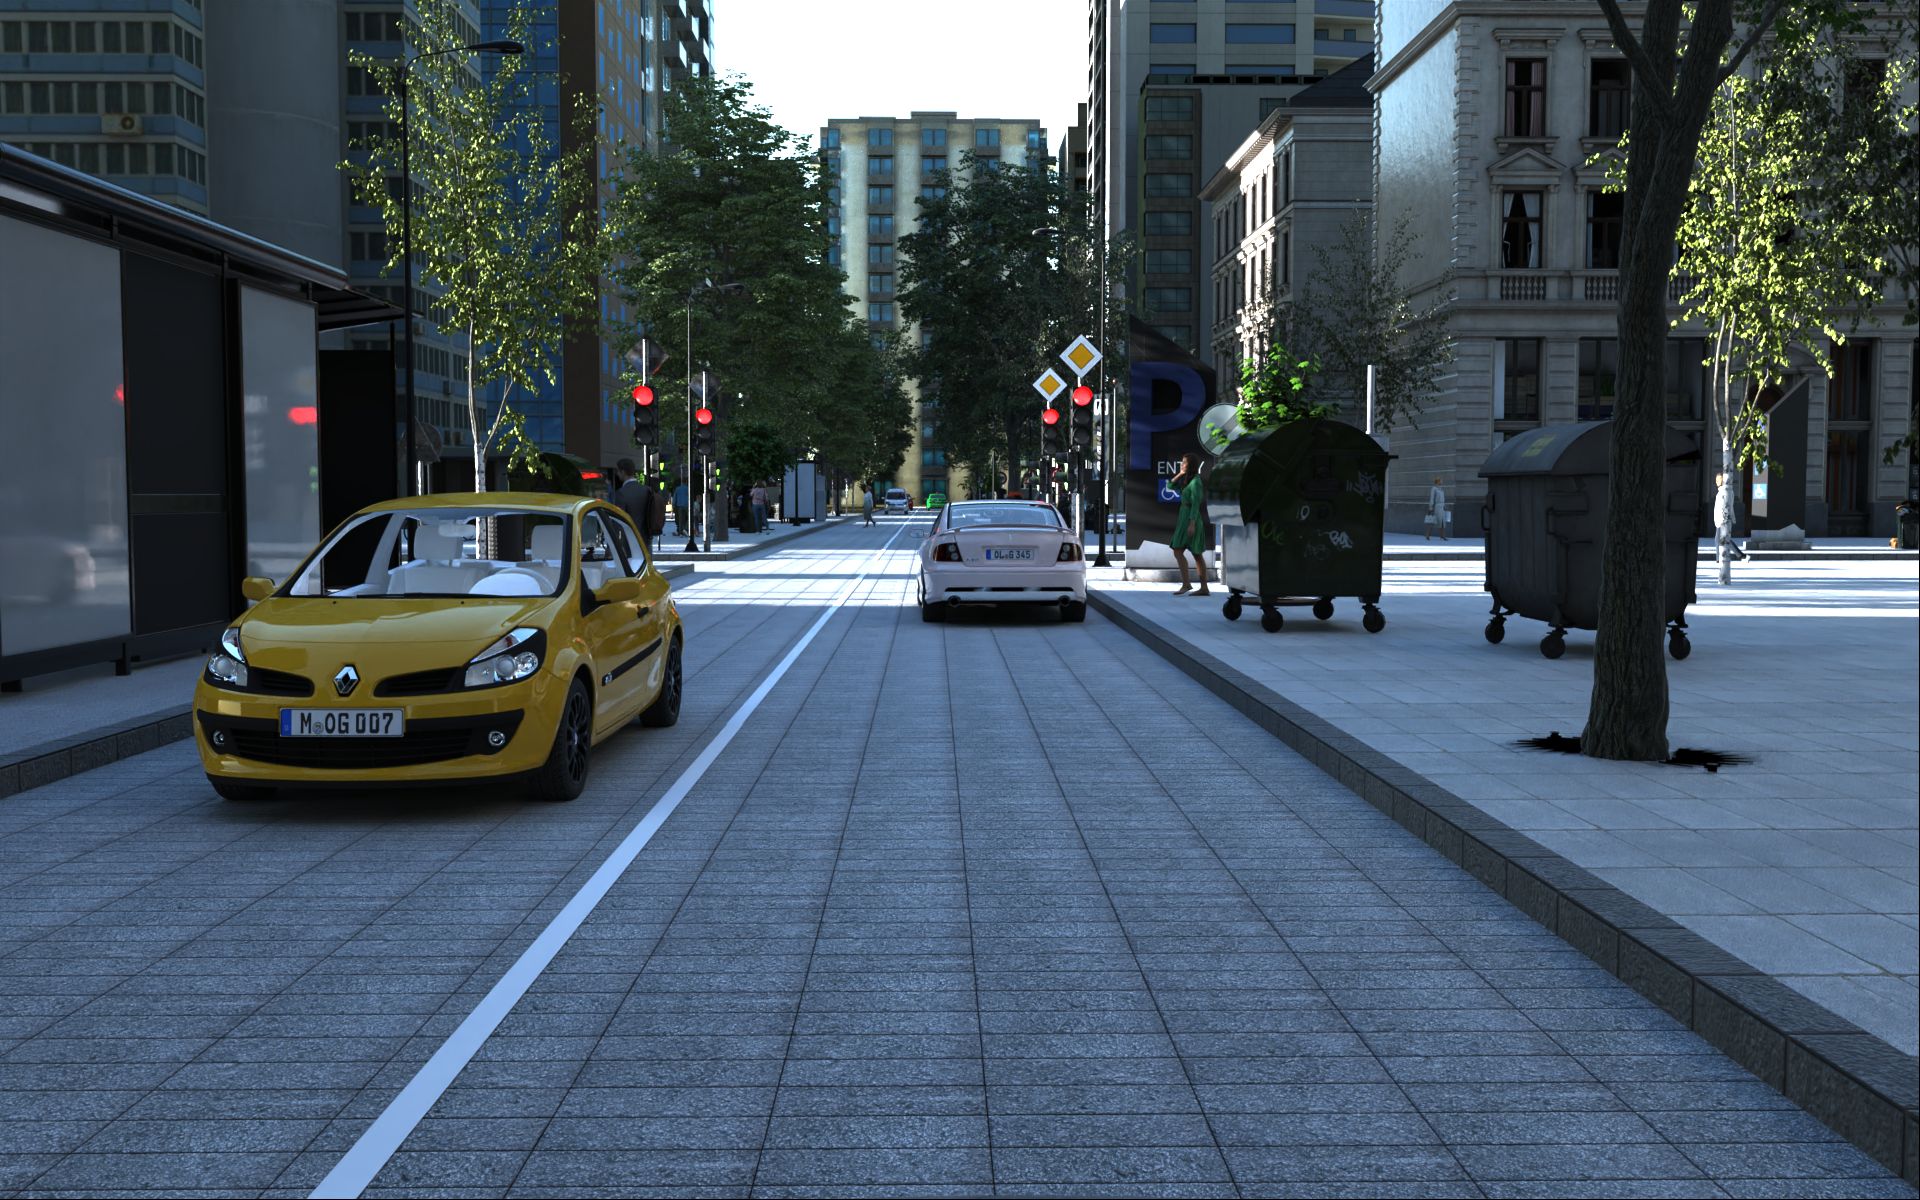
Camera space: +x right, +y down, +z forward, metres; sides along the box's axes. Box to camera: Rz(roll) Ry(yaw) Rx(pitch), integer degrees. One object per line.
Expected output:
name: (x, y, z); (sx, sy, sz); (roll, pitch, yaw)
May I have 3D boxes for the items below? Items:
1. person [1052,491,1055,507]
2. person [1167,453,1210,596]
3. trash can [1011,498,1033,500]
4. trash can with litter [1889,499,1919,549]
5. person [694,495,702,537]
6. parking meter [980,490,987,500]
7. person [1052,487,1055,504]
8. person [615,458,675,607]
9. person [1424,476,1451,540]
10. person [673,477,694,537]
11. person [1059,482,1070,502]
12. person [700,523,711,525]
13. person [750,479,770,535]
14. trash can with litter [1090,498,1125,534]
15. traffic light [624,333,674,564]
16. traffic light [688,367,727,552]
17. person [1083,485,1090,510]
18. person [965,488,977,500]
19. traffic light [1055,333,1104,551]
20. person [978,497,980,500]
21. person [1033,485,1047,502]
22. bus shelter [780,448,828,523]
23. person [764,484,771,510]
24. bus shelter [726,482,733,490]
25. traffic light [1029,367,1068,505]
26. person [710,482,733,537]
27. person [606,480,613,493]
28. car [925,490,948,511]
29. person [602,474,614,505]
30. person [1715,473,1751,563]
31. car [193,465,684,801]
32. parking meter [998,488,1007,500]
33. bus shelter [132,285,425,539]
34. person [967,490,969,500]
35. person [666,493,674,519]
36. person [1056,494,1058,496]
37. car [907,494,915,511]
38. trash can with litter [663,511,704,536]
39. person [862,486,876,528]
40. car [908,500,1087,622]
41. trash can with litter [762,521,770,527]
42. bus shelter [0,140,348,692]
person: (4.965, -5.392, 94.552); (0.624, 1.780, 0.694); (-1, 4, -13)
person: (2.907, -0.943, 21.715); (0.529, 1.795, 0.600); (-1, 4, -13)
trash can: (2.121, -2.914, 59.299); (0.748, 1.137, 0.748); (0, 3, 0)
trash can with litter: (22.053, -1.781, 40.513); (0.624, 1.170, 1.055); (0, 4, 6)
person: (-7.869, -2.514, 51.832); (0.352, 1.250, 0.332); (1, 4, 14)
parking meter: (1.301, -5.344, 95.782); (0.372, 1.533, 0.369); (0, 3, 0)
person: (6.828, -7.418, 127.282); (0.705, 1.831, 1.348); (0, 4, 5)
person: (-3.615, -0.662, 19.282); (0.822, 1.834, 0.622); (1, 4, 23)
person: (13.216, -2.542, 47.961); (0.694, 1.780, 0.624); (-2, 4, -32)
person: (-8.151, -2.733, 51.073); (0.601, 1.785, 0.444); (1, 4, 11)
person: (4.451, -4.179, 74.348); (0.573, 1.828, 0.580); (-3, 5, -44)
person: (-10.341, -3.967, 70.995); (0.635, 1.810, 0.391); (0, 4, 3)
person: (-6.267, -2.937, 54.657); (0.593, 1.750, 0.643); (-2, 4, -26)
trash can with litter: (4.743, -2.711, 55.714); (1.055, 1.170, 0.624); (-1, 4, -14)
traffic light: (-5.457, -2.532, 30.321); (0.839, 4.253, 0.868); (0, 4, -1)
traffic light: (-5.590, -3.020, 38.305); (0.839, 4.253, 0.868); (0, 4, -1)
person: (7.528, -6.006, 104.223); (0.713, 1.824, 0.794); (1, 4, 23)
person: (0.906, -8.611, 146.847); (1.348, 1.821, 0.705); (2, 4, 35)
traffic light: (2.103, -2.541, 30.462); (0.839, 4.253, 0.868); (0, 4, -1)
person: (1.601, -7.062, 124.736); (0.421, 1.427, 0.697); (-2, 4, -29)
person: (2.743, -3.135, 57.420); (0.709, 1.813, 0.853); (-3, 5, -41)
bus shelter: (-7.103, -5.141, 77.981); (2.014, 3.302, 5.546); (0, 4, -1)
person: (-9.674, -4.834, 85.257); (0.728, 1.800, 0.709); (3, 5, 40)
bus shelter: (-9.755, -5.263, 79.977); (2.014, 3.302, 5.546); (0, 4, -1)
traffic light: (1.970, -3.029, 38.446); (0.839, 4.253, 0.868); (0, 4, -1)
person: (-7.072, -2.716, 51.280); (0.643, 1.720, 0.563); (2, 4, 27)
person: (-13.541, -3.666, 65.965); (0.580, 1.828, 0.573); (-2, 4, -30)
car: (-1.945, -8.436, 146.718); (1.959, 1.807, 4.718); (0, 4, -2)
person: (-9.442, -2.447, 46.076); (0.581, 1.822, 0.654); (-1, 4, -21)
person: (14.736, -1.519, 33.182); (0.795, 1.843, 0.661); (1, 4, 22)
car: (-2.611, 0.055, 9.320); (2.015, 1.641, 3.980); (0, 4, 1)
parking meter: (1.727, -3.814, 70.764); (0.372, 1.533, 0.369); (0, 3, 0)
bus shelter: (-7.737, -1.723, 19.456); (1.731, 3.624, 6.357); (0, 4, -1)
person: (0.812, -10.251, 174.089); (0.568, 1.767, 0.683); (2, 4, 34)
person: (-14.302, -5.032, 88.530); (1.509, 1.804, 0.699); (-2, 4, -26)
person: (9.739, -10.684, 180.656); (1.348, 1.831, 0.705); (-1, 4, -18)
car: (-4.968, -8.611, 149.830); (2.155, 1.783, 4.494); (0, 4, -2)
trash can with litter: (-8.286, -2.581, 53.262); (1.678, 1.210, 2.233); (0, 4, -7)
person: (-3.885, -4.009, 74.281); (0.641, 1.798, 0.478); (-1, 4, -17)
car: (0.429, -0.517, 20.810); (2.083, 1.381, 4.827); (0, 4, -3)
trash can with litter: (-8.015, -3.493, 68.491); (1.055, 1.170, 0.624); (2, 4, 27)
bus shelter: (-6.675, -2.079, 11.631); (2.179, 5.291, 8.768); (0, 4, -1)
